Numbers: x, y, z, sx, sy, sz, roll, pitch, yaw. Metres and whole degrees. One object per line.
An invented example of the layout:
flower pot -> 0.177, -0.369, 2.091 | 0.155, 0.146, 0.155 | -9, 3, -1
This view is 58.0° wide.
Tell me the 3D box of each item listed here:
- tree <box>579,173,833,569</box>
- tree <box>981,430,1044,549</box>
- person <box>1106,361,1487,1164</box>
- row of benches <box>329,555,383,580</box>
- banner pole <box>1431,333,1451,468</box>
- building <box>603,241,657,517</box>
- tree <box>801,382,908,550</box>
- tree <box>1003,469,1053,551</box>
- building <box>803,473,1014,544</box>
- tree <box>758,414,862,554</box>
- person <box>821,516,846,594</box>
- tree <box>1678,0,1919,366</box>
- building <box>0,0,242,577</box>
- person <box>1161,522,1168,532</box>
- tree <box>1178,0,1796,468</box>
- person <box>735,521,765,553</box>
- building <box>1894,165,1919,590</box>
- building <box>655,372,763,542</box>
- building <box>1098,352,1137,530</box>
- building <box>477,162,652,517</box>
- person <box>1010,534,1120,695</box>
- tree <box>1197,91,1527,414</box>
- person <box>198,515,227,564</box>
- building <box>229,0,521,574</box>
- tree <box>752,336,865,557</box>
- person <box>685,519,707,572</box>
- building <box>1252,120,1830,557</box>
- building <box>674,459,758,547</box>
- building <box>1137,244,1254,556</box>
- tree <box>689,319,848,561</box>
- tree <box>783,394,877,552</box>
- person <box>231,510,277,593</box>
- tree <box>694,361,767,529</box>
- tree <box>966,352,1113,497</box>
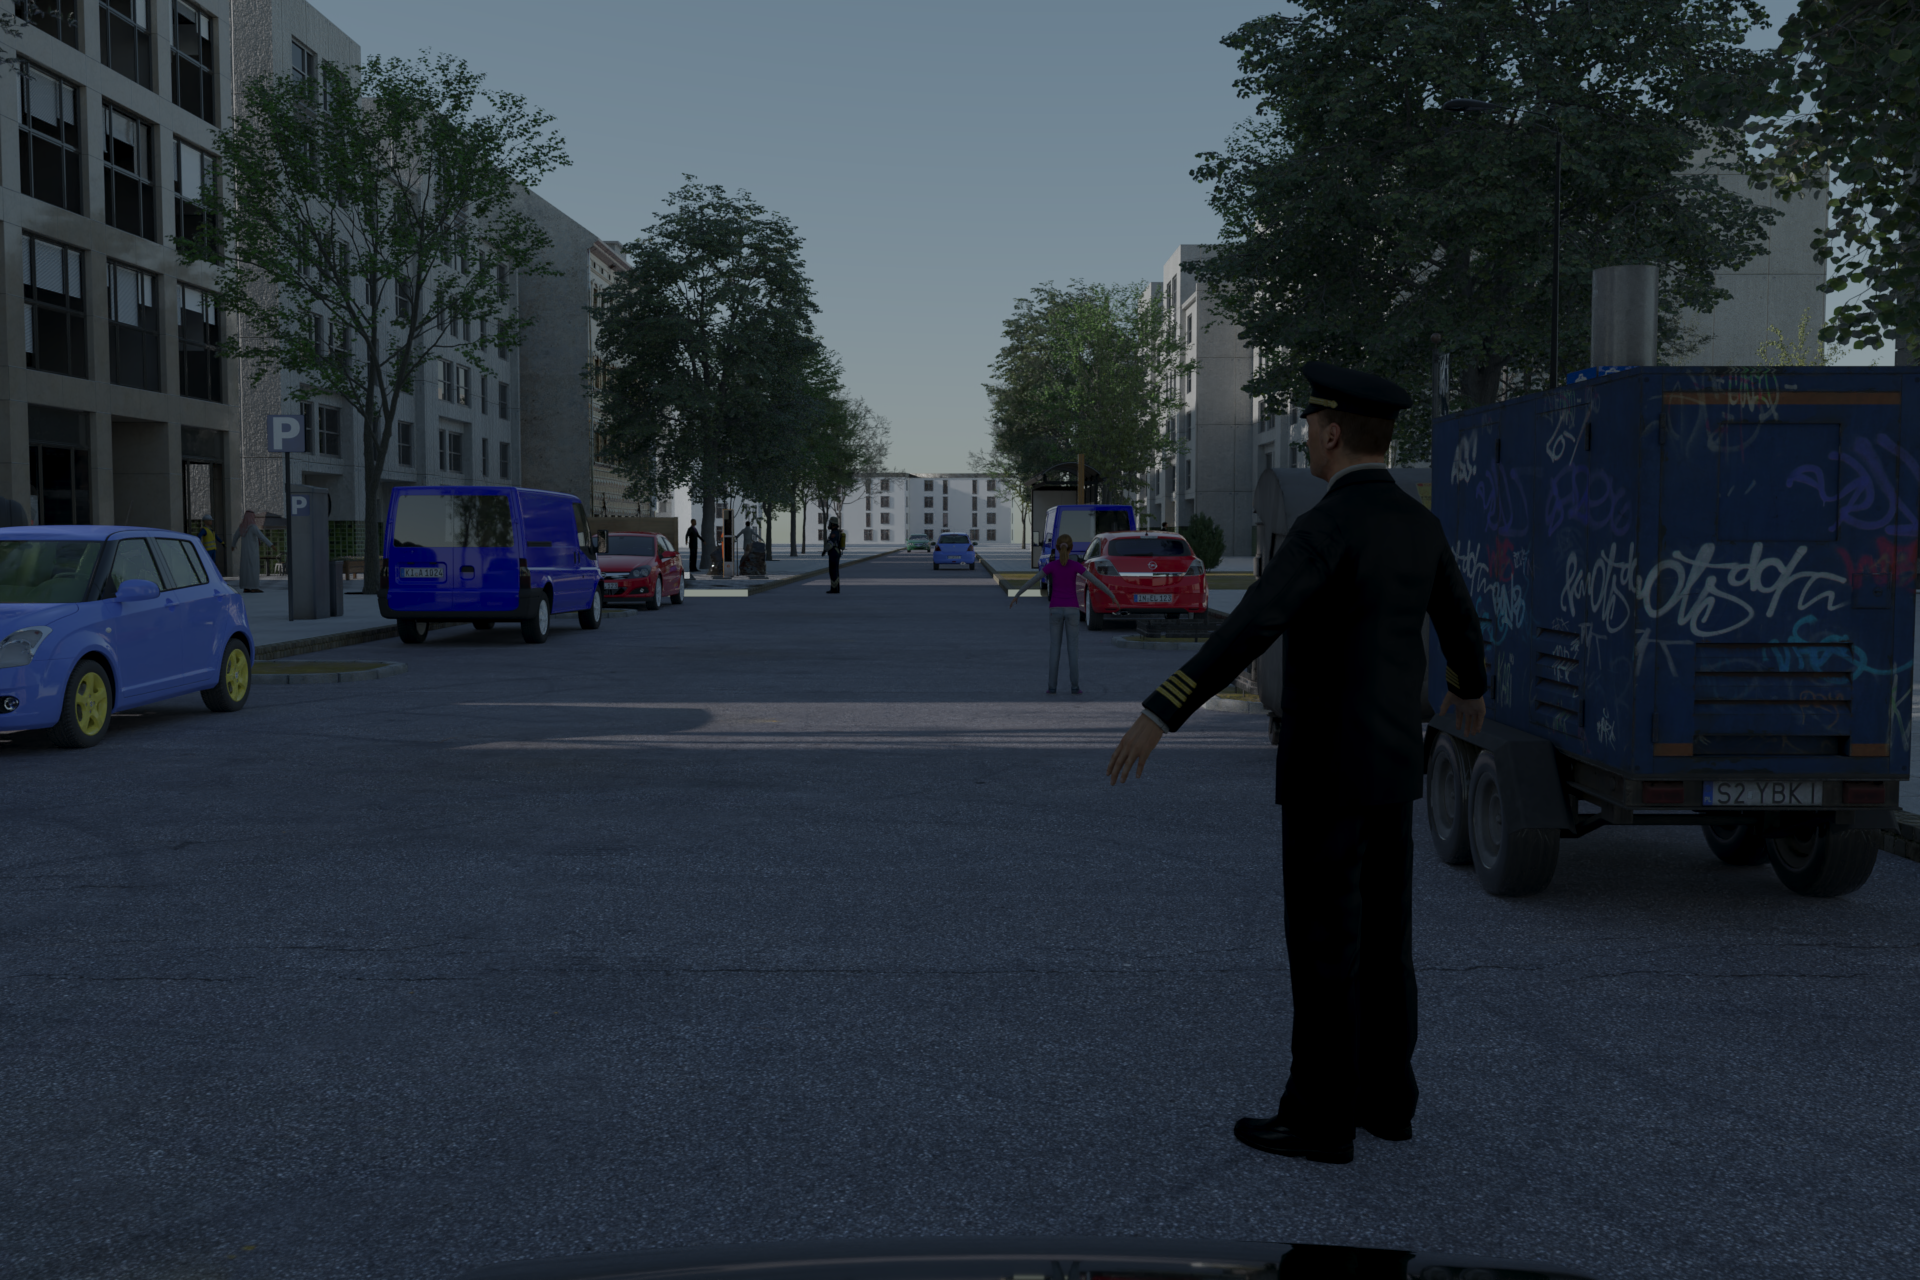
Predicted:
tree -> -9.142, -9.568, 63.085 | 9.857, 13.997, 8.962 | 0, 3, 0
tree -> 5.440, -13.489, 146.299 | 9.928, 11.665, 9.643 | 0, 3, 0
person -> 0.889, 0.265, 4.065 | 1.347, 1.837, 0.705 | -3, 5, -41
row of benches -> -17.014, -2.113, 50.007 | 1.422, 0.672, 4.104 | 1, 4, 9
banner pole -> 5.921, -1.921, 21.426 | 0.401, 3.779, 0.863 | 0, 4, 0
building -> -27.059, -15.696, 113.043 | 16.016, 20.090, 11.380 | 0, 3, 0
tree -> -9.834, -14.077, 140.531 | 12.009, 13.543, 11.850 | 0, 3, 0
tree -> 5.294, -10.906, 128.669 | 4.737, 8.622, 4.395 | 0, 3, 0
building -> -6.830, -17.829, 236.115 | 28.070, 9.664, 9.099 | 0, 4, 7
tree -> -9.797, -10.837, 111.597 | 7.601, 10.594, 8.767 | -2, 4, -26
person -> -3.058, -2.048, 41.723 | 0.705, 1.856, 1.354 | 1, 4, 10
tree -> 8.352, -6.302, 9.696 | 9.857, 13.997, 8.962 | 0, 3, 0
building -> -29.504, -13.903, 30.520 | 19.350, 26.588, 34.151 | 0, 4, 0
person -> 8.952, -4.242, 75.537 | 0.705, 1.806, 1.347 | 0, 4, -6
tree -> 8.364, -7.434, 28.199 | 9.857, 13.997, 8.962 | 0, 3, 0
person -> -8.475, -3.863, 69.341 | 1.347, 1.806, 0.705 | 1, 4, 12
building -> 25.129, -11.044, 28.793 | 9.793, 21.092, 18.267 | 0, 4, 0
building -> -29.624, -21.245, 203.781 | 16.016, 20.090, 11.380 | 0, 4, -1
building -> 22.483, -18.404, 167.365 | 16.747, 18.905, 31.486 | 0, 4, -1
building -> -28.256, -16.300, 97.432 | 19.493, 23.208, 18.063 | 0, 4, -1
person -> 0.936, -0.231, 15.503 | 0.991, 1.433, 0.599 | 0, 4, 6
tree -> 8.988, -6.940, 39.220 | 9.928, 11.665, 9.643 | 0, 3, 0
person -> -18.861, -2.275, 43.661 | 0.721, 1.772, 1.216 | 0, 4, 6
building -> -30.134, -12.476, 70.433 | 16.747, 18.905, 31.486 | 0, 4, -1
tree -> -9.277, -11.014, 98.198 | 7.486, 12.596, 7.792 | 0, 3, 0
person -> -9.014, -3.211, 58.730 | 0.704, 1.802, 1.346 | 1, 4, 20
building -> 25.080, -13.228, 82.728 | 16.747, 18.905, 31.486 | 0, 4, 0
building -> -25.644, -14.682, 182.204 | 9.099, 9.664, 28.070 | 0, 4, -1
building -> 21.763, -15.167, 114.446 | 16.747, 18.905, 31.486 | 0, 4, 0
tree -> -9.173, -9.574, 82.295 | 9.928, 11.665, 9.643 | 0, 3, 0
tree -> -9.696, -12.150, 124.410 | 9.928, 11.665, 9.643 | 0, 3, 0
person -> -15.481, -1.938, 37.834 | 1.347, 1.811, 0.704 | 2, 4, 27
tree -> -9.708, -7.538, 73.611 | 4.737, 8.622, 4.395 | 0, 3, 0
tree -> 6.002, -12.196, 109.770 | 12.009, 13.543, 11.850 | 0, 3, 0
